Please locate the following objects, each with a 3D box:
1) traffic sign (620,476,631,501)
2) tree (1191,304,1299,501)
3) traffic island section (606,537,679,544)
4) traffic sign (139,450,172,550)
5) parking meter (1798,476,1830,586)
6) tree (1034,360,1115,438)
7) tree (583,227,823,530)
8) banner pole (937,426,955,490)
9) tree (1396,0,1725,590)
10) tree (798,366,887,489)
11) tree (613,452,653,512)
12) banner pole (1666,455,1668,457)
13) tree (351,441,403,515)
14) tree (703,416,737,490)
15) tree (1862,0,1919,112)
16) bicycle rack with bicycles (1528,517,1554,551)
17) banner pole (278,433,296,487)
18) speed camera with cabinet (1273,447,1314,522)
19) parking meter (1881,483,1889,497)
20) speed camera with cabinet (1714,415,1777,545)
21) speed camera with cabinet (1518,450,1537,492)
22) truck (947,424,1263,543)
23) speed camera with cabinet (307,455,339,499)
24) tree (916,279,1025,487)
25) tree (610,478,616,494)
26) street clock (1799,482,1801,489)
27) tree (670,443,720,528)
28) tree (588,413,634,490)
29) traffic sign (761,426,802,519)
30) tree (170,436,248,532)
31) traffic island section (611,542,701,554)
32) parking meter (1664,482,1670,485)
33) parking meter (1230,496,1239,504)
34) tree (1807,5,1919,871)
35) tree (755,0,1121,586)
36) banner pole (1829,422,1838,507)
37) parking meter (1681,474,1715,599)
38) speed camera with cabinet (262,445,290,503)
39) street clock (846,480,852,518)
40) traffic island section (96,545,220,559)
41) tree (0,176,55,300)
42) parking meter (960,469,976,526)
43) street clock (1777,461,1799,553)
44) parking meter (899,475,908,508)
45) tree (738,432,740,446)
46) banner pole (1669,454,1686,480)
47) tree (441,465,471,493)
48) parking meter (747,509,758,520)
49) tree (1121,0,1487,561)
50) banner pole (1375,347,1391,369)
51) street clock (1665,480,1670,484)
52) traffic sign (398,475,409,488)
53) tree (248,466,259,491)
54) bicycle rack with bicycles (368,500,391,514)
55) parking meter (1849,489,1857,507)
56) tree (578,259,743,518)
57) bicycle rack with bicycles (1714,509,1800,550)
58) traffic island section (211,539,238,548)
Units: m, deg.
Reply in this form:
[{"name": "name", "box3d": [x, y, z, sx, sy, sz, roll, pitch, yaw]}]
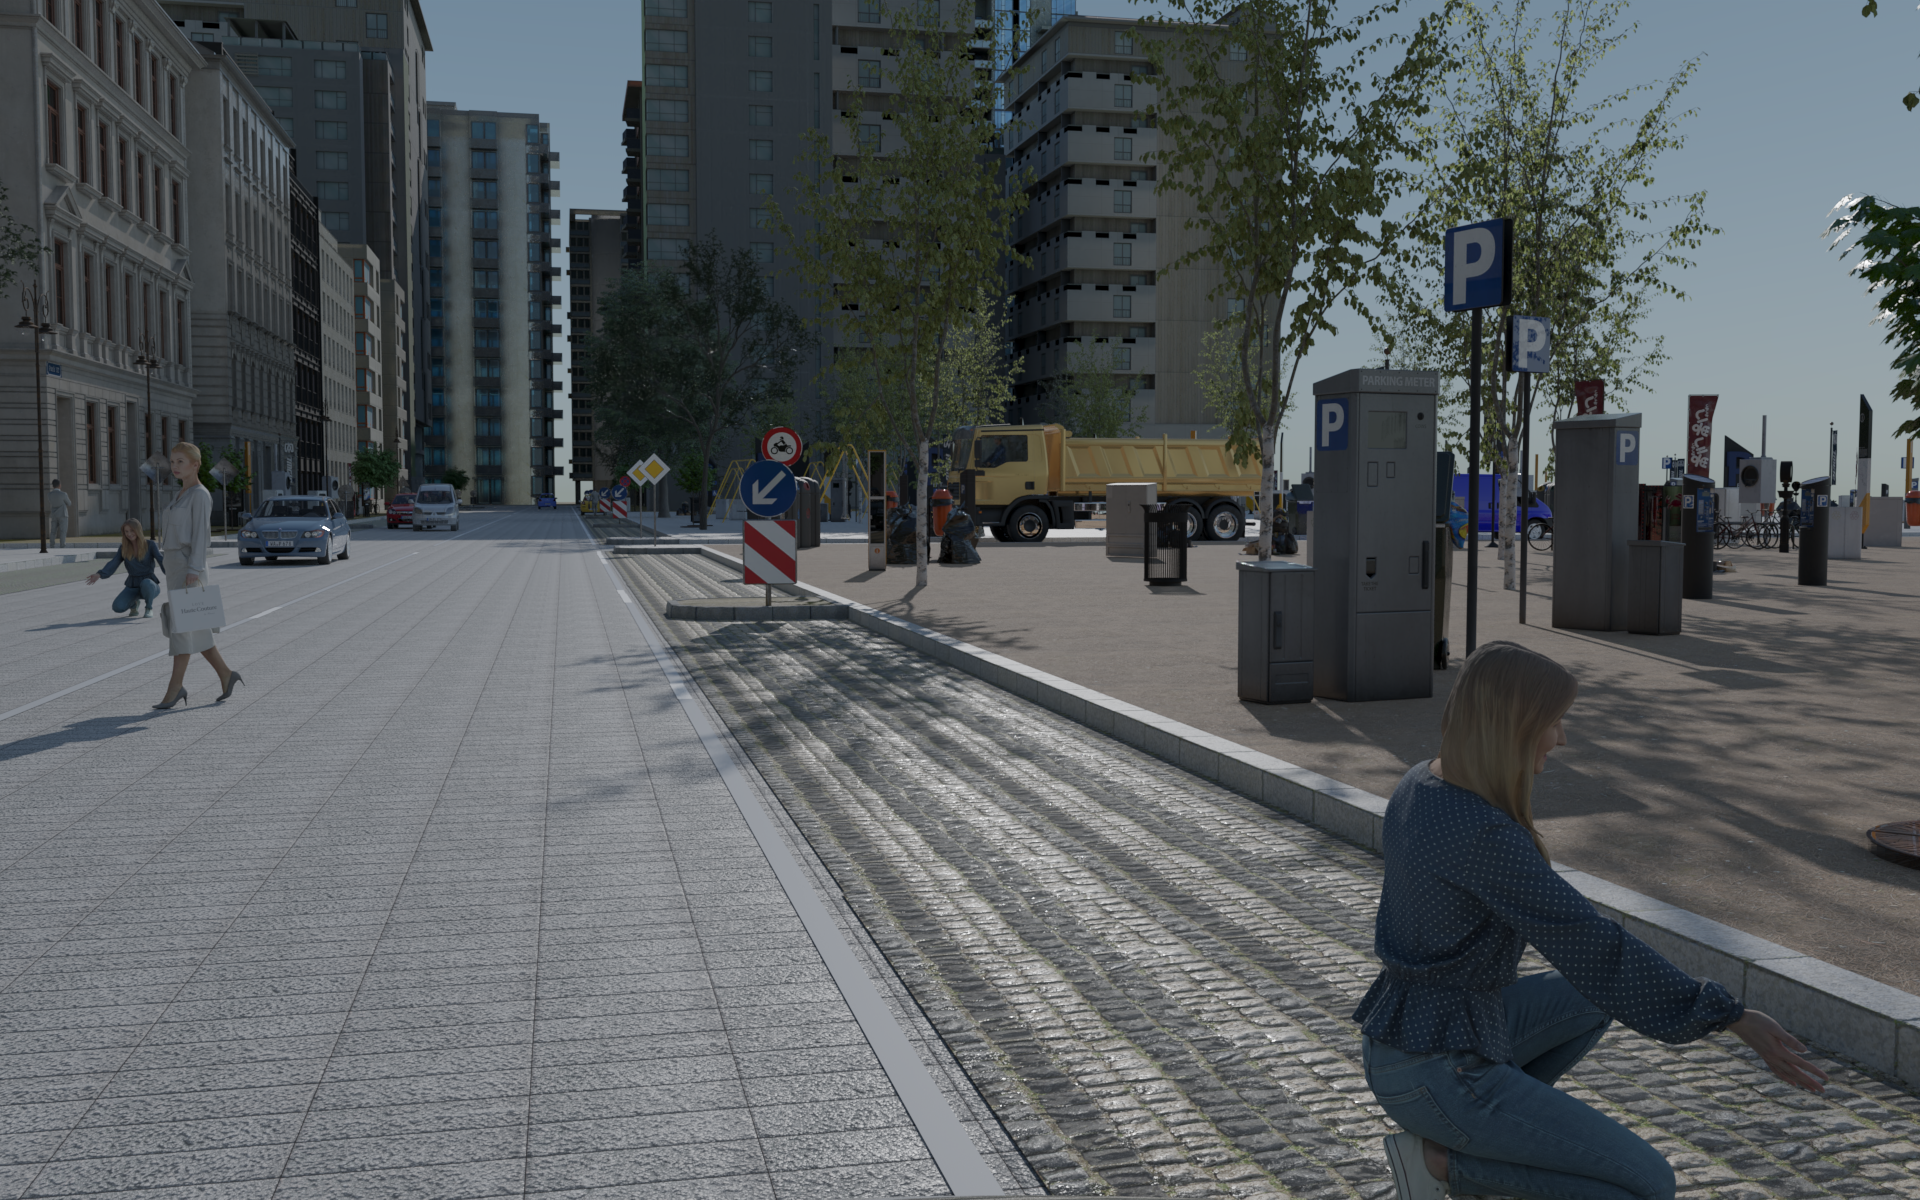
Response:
[{"name": "traffic sign", "box3d": [-23.466, -7.421, 121.447, 0.768, 2.556, 0.104, 0, 4, -7]}, {"name": "tree", "box3d": [11.050, -7.202, 68.111, 4.360, 8.622, 3.978, 0, 3, 0]}, {"name": "traffic island section", "box3d": [-9.218, -1.706, 50.169, 2.009, 0.180, 2.903, -1, 4, -13]}, {"name": "traffic sign", "box3d": [-18.427, -2.213, 39.826, 0.795, 2.450, 0.064, -1, 4, -13]}, {"name": "parking meter", "box3d": [11.994, -0.974, 24.329, 0.372, 1.533, 0.369, 0, 3, 0]}, {"name": "tree", "box3d": [6.222, -8.890, 95.710, 4.360, 8.622, 3.978, 0, 3, 0]}, {"name": "tree", "box3d": [-9.173, -7.766, 61.380, 8.767, 10.594, 7.601, 0, 4, -8]}, {"name": "banner pole", "box3d": [-0.565, -4.513, 63.799, 0.863, 3.779, 0.401, 0, 4, 7]}, {"name": "tree", "box3d": [7.619, -4.450, 23.115, 4.360, 8.622, 3.978, 0, 3, 0]}, {"name": "tree", "box3d": [-7.045, -9.058, 98.468, 4.360, 8.622, 3.978, 0, 3, 0]}, {"name": "tree", "box3d": [-23.597, -8.679, 125.609, 4.285, 4.588, 4.351, 0, 3, 0]}, {"name": "banner pole", "box3d": [45.731, -7.430, 111.494, 0.863, 3.779, 0.401, 2, 4, 29]}, {"name": "tree", "box3d": [-35.902, -7.502, 106.373, 4.285, 4.588, 4.351, 0, 3, 0]}, {"name": "tree", "box3d": [-16.725, -10.060, 114.839, 4.360, 8.622, 3.978, 0, 3, 0]}, {"name": "tree", "box3d": [6.532, -3.644, 9.936, 4.737, 8.622, 4.395, 0, 3, 0]}, {"name": "bicycle rack with bicycles", "box3d": [14.678, -1.573, 39.095, 2.925, 0.926, 2.852, 3, 5, 41]}, {"name": "banner pole", "box3d": [-27.528, -4.938, 70.752, 0.401, 3.779, 0.863, 3, 5, 41]}, {"name": "speed camera with cabinet", "box3d": [13.972, -4.789, 72.628, 2.038, 3.252, 0.660, 1, 4, 18]}, {"name": "parking meter", "box3d": [50.986, -5.491, 95.489, 0.399, 1.863, 0.255, -2, 4, -33]}, {"name": "speed camera with cabinet", "box3d": [19.690, -3.037, 43.993, 0.660, 3.252, 2.038, -2, 4, -24]}, {"name": "speed camera with cabinet", "box3d": [25.663, -5.096, 77.656, 0.660, 3.252, 2.038, -1, 4, -11]}, {"name": "truck", "box3d": [3.717, -3.260, 49.223, 9.791, 3.379, 3.469, -1, 4, -12]}, {"name": "speed camera with cabinet", "box3d": [-32.345, -5.726, 87.961, 0.660, 3.252, 2.038, 1, 4, 11]}, {"name": "tree", "box3d": [0.220, -6.702, 59.936, 4.360, 8.622, 3.978, 0, 3, 0]}, {"name": "tree", "box3d": [-36.152, -11.412, 181.188, 1.663, 3.219, 1.824, 0, 3, 0]}, {"name": "street clock", "box3d": [46.864, -5.659, 97.097, 0.471, 2.002, 0.358, 3, 4, 37]}, {"name": "tree", "box3d": [-10.288, -4.544, 68.899, 1.663, 3.219, 1.824, 0, 3, 0]}, {"name": "tree", "box3d": [-29.008, -11.969, 146.049, 4.360, 8.622, 3.978, 0, 3, 0]}, {"name": "traffic sign", "box3d": [-3.363, -1.997, 32.753, 0.768, 2.556, 0.104, 0, 4, -5]}, {"name": "tree", "box3d": [-25.404, -3.895, 58.286, 1.663, 3.219, 1.824, 0, 3, 0]}, {"name": "traffic island section", "box3d": [-7.439, -1.230, 42.384, 2.009, 0.180, 2.903, -1, 4, -13]}, {"name": "parking meter", "box3d": [34.541, -4.818, 84.485, 0.255, 1.863, 0.399, -2, 4, -28]}, {"name": "parking meter", "box3d": [12.056, -4.140, 76.100, 0.372, 1.533, 0.369, 0, 3, 0]}, {"name": "tree", "box3d": [3.876, -0.691, 5.901, 1.663, 3.219, 1.824, 0, 3, 0]}, {"name": "tree", "box3d": [-0.628, -4.521, 24.274, 4.737, 8.622, 4.395, 0, 3, 0]}, {"name": "banner pole", "box3d": [30.141, -4.271, 59.841, 0.401, 3.779, 0.863, 1, 4, 10]}, {"name": "parking meter", "box3d": [9.043, -0.784, 21.236, 0.372, 1.533, 0.369, 0, 3, 0]}, {"name": "speed camera with cabinet", "box3d": [-27.089, -4.545, 68.639, 0.660, 3.252, 2.038, 0, 4, -6]}, {"name": "street clock", "box3d": [-5.893, -5.328, 91.690, 0.358, 2.002, 0.471, -2, 4, -29]}, {"name": "traffic island section", "box3d": [-18.448, -1.077, 39.883, 2.009, 0.180, 2.903, -1, 4, -13]}, {"name": "tree", "box3d": [-17.429, -5.560, 25.322, 8.767, 10.594, 7.601, 1, 4, 17]}, {"name": "parking meter", "box3d": [0.179, -2.144, 40.762, 0.255, 1.863, 0.399, -2, 4, -25]}, {"name": "street clock", "box3d": [18.052, -2.037, 37.881, 0.358, 2.002, 0.471, 2, 4, 30]}, {"name": "parking meter", "box3d": [-1.763, -2.966, 54.207, 0.255, 1.863, 0.399, 0, 4, -5]}, {"name": "tree", "box3d": [-11.466, -9.758, 109.912, 4.737, 8.622, 4.395, 0, 3, 0]}, {"name": "banner pole", "box3d": [44.491, -7.174, 107.304, 0.401, 3.779, 0.863, -3, 5, -42]}, {"name": "tree", "box3d": [-57.075, -12.980, 195.937, 4.285, 4.588, 4.351, 0, 3, 0]}, {"name": "parking meter", "box3d": [-6.822, -3.135, 56.973, 0.399, 1.863, 0.255, -1, 4, -22]}, {"name": "tree", "box3d": [3.592, -4.197, 18.976, 4.737, 8.622, 4.395, 0, 3, 0]}, {"name": "banner pole", "box3d": [7.279, -2.439, 29.894, 0.401, 3.779, 0.863, 0, 4, -4]}, {"name": "street clock", "box3d": [37.059, -5.254, 90.467, 0.471, 2.002, 0.358, -1, 4, -19]}, {"name": "traffic sign", "box3d": [-38.666, -7.353, 120.222, 0.884, 2.594, 0.081, 0, 4, -8]}, {"name": "tree", "box3d": [-25.427, -4.045, 60.736, 1.663, 3.219, 1.824, 0, 3, 0]}, {"name": "bicycle rack with bicycles", "box3d": [-38.059, -6.141, 113.780, 2.852, 0.926, 2.925, -1, 4, -17]}, {"name": "parking meter", "box3d": [46.502, -4.999, 90.138, 0.372, 1.533, 0.369, 0, 3, 0]}, {"name": "tree", "box3d": [-16.066, -11.444, 93.770, 9.857, 13.997, 8.962, 0, 3, 0]}, {"name": "bicycle rack with bicycles", "box3d": [18.602, -1.682, 40.880, 2.925, 0.926, 2.852, 0, 4, 1]}, {"name": "traffic island section", "box3d": [-20.227, -1.553, 47.668, 2.009, 0.180, 2.903, -1, 4, -13]}]
